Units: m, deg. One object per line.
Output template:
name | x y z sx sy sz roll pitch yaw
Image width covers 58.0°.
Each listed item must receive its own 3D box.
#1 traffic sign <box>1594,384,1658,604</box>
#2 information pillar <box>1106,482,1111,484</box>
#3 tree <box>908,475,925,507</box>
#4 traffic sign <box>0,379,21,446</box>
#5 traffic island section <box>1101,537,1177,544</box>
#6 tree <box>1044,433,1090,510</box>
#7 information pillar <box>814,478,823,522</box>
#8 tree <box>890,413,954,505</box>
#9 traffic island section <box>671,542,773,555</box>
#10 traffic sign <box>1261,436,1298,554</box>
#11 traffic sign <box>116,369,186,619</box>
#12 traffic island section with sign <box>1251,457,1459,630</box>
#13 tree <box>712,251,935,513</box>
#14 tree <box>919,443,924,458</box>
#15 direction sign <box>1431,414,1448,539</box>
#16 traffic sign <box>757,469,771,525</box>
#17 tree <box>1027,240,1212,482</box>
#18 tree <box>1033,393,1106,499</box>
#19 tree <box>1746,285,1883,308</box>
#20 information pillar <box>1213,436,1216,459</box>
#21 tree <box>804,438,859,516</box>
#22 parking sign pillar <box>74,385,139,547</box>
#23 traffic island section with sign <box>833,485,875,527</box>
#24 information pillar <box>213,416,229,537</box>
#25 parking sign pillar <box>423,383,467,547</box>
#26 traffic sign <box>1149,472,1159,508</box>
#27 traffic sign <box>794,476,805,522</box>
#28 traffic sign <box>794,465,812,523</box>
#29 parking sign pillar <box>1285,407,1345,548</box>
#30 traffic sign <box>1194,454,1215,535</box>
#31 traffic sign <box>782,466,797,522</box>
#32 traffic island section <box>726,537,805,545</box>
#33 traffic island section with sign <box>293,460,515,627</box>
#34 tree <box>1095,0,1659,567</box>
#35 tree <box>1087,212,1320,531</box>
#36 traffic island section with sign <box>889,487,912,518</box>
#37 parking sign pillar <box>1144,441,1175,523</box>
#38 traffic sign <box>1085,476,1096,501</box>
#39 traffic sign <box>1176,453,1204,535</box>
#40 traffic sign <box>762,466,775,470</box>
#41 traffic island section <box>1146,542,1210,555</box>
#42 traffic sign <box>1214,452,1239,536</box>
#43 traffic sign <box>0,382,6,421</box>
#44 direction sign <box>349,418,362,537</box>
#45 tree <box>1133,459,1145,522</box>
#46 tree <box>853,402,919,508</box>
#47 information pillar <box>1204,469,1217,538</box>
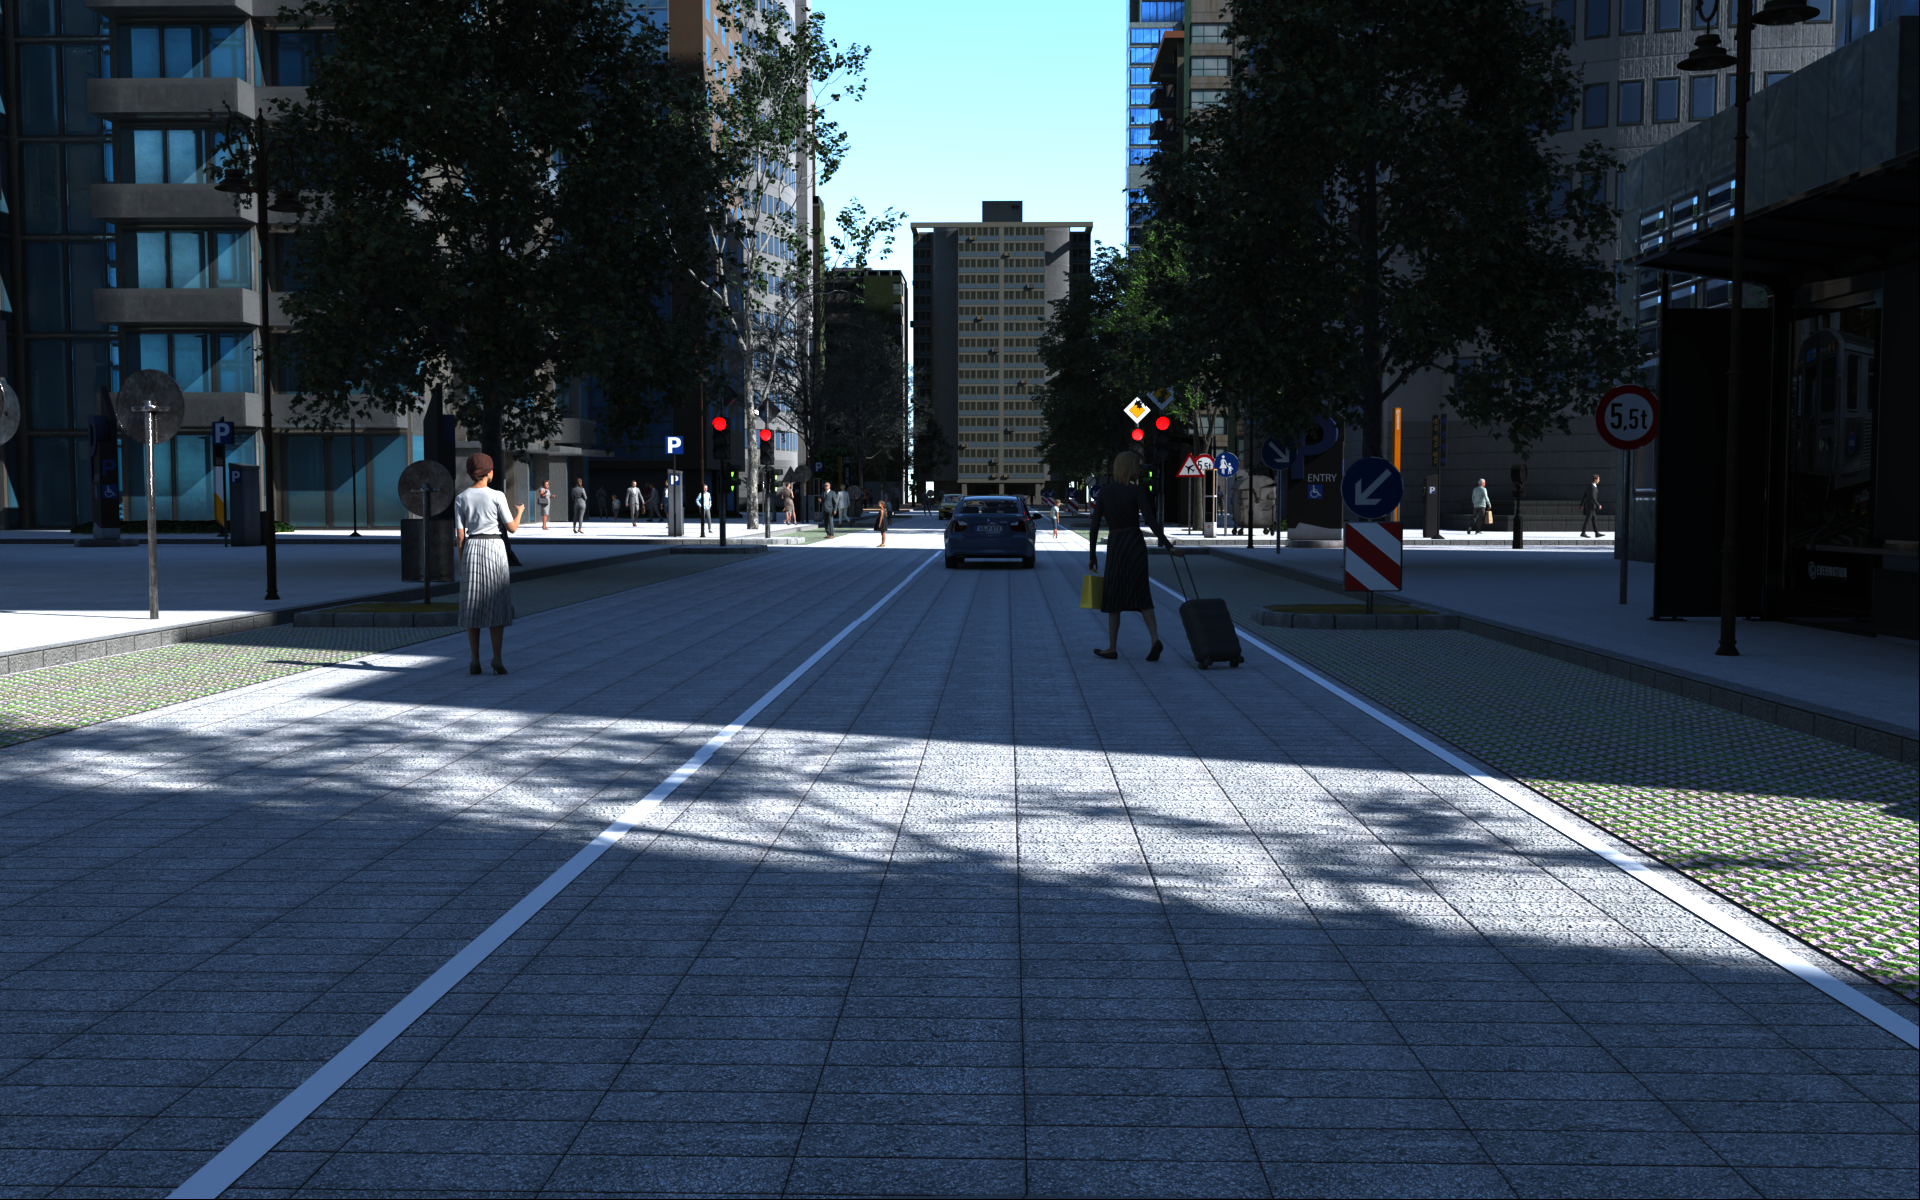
traffic sign | 7.728 -1.223 20.105 0.768 2.556 0.104 0 4 5
information pillar | 8.805 -5.970 102.096 0.304 2.012 0.304 2 4 28
tree | -4.593 -10.978 174.091 1.663 3.219 1.824 0 3 0
traffic sign | -10.544 -1.144 18.808 0.768 2.556 0.104 1 4 9
traffic island section | 5.122 -1.703 50.119 2.009 0.180 2.903 0 4 2
tree | 10.762 -13.517 171.370 4.737 8.622 4.395 0 3 0
information pillar | -6.571 -4.633 80.248 0.304 2.012 0.304 2 4 25
tree | -4.402 -16.231 199.792 8.767 10.594 7.601 1 4 14
traffic island section | -5.832 -1.232 42.432 2.009 0.180 2.903 0 4 2
traffic sign | 6.832 -2.263 37.101 0.768 2.556 0.104 1 4 11
traffic sign | -8.259 -1.075 17.677 0.768 2.556 0.104 0 4 8
traffic island section with sign | 4.283 -0.643 19.139 1.989 1.847 2.006 0 4 2
tree | -7.486 -10.842 87.644 12.009 13.543 11.850 0 3 0
tree | -5.621 -12.987 162.705 4.360 8.622 3.978 0 3 0
direction sign | 13.614 -3.500 49.227 0.379 3.537 0.876 -1 4 -10
traffic sign | -8.093 -4.227 71.248 0.606 2.300 0.079 0 4 5
tree | 8.333 -11.083 87.869 9.857 13.997 8.962 0 3 0
tree | 10.830 -15.054 164.253 7.486 12.596 7.792 0 3 0
tree | 10.227 -2.177 19.309 4.285 4.588 4.351 0 3 0
information pillar | 10.160 -4.760 69.182 0.183 3.616 0.504 0 4 5
tree | -7.518 -7.161 100.795 4.285 4.588 4.351 0 3 0
parking sign pillar | -20.976 -3.302 42.455 1.447 3.967 1.447 -2 4 -35
traffic island section with sign | -4.600 -4.101 75.673 1.989 1.847 2.006 0 4 2
information pillar | -22.216 -3.708 51.988 0.183 3.616 0.504 1 4 13
parking sign pillar | -12.832 -3.315 42.677 1.447 3.967 1.447 -2 4 -31
traffic sign | 8.282 -4.349 73.228 0.606 2.300 0.079 1 4 9
traffic sign | -7.311 -4.897 80.166 0.768 2.556 0.104 0 4 5
traffic sign | -6.872 -4.623 75.699 0.768 2.556 0.104 0 4 4
parking sign pillar | 8.565 -3.250 41.618 1.447 3.967 1.447 1 4 19
traffic sign | 7.706 -3.338 54.687 0.768 2.556 0.104 0 4 6
traffic sign | -7.893 -4.937 80.723 0.884 2.594 0.081 0 4 2
traffic island section | -5.615 -1.721 50.414 2.009 0.180 2.903 0 4 2
traffic island section with sign | -6.126 -0.661 19.429 1.989 1.847 2.006 0 4 2
tree | 7.130 -6.916 30.088 9.611 12.733 9.660 0 3 0
tree | 8.484 -8.228 60.279 9.928 11.665 9.643 0 3 0
traffic island section with sign | -3.858 -5.782 103.171 1.989 1.847 2.006 0 4 2
parking sign pillar | 8.957 -5.449 77.563 1.447 3.967 1.447 1 4 10
traffic sign | 9.028 -7.318 119.761 0.768 2.556 0.104 0 4 6
traffic sign | 7.200 -3.320 54.294 0.884 2.594 0.081 1 4 11
traffic sign | -8.550 -4.712 77.154 0.768 2.556 0.104 0 4 6
traffic island section | 4.906 -1.214 42.137 2.009 0.180 2.903 0 4 2
traffic sign | 8.088 -3.216 52.687 0.768 2.556 0.104 0 4 3
traffic sign | -9.463 -1.002 16.495 0.768 2.556 0.104 0 4 3
direction sign | -18.226 -3.676 52.100 0.379 3.537 0.876 -1 4 -15
tree | 8.171 -5.230 80.117 1.663 3.219 1.824 0 3 0
tree | -6.270 -11.247 134.253 4.360 8.622 3.978 0 3 0
information pillar | 7.340 -2.829 50.749 0.304 2.012 0.304 2 4 26
